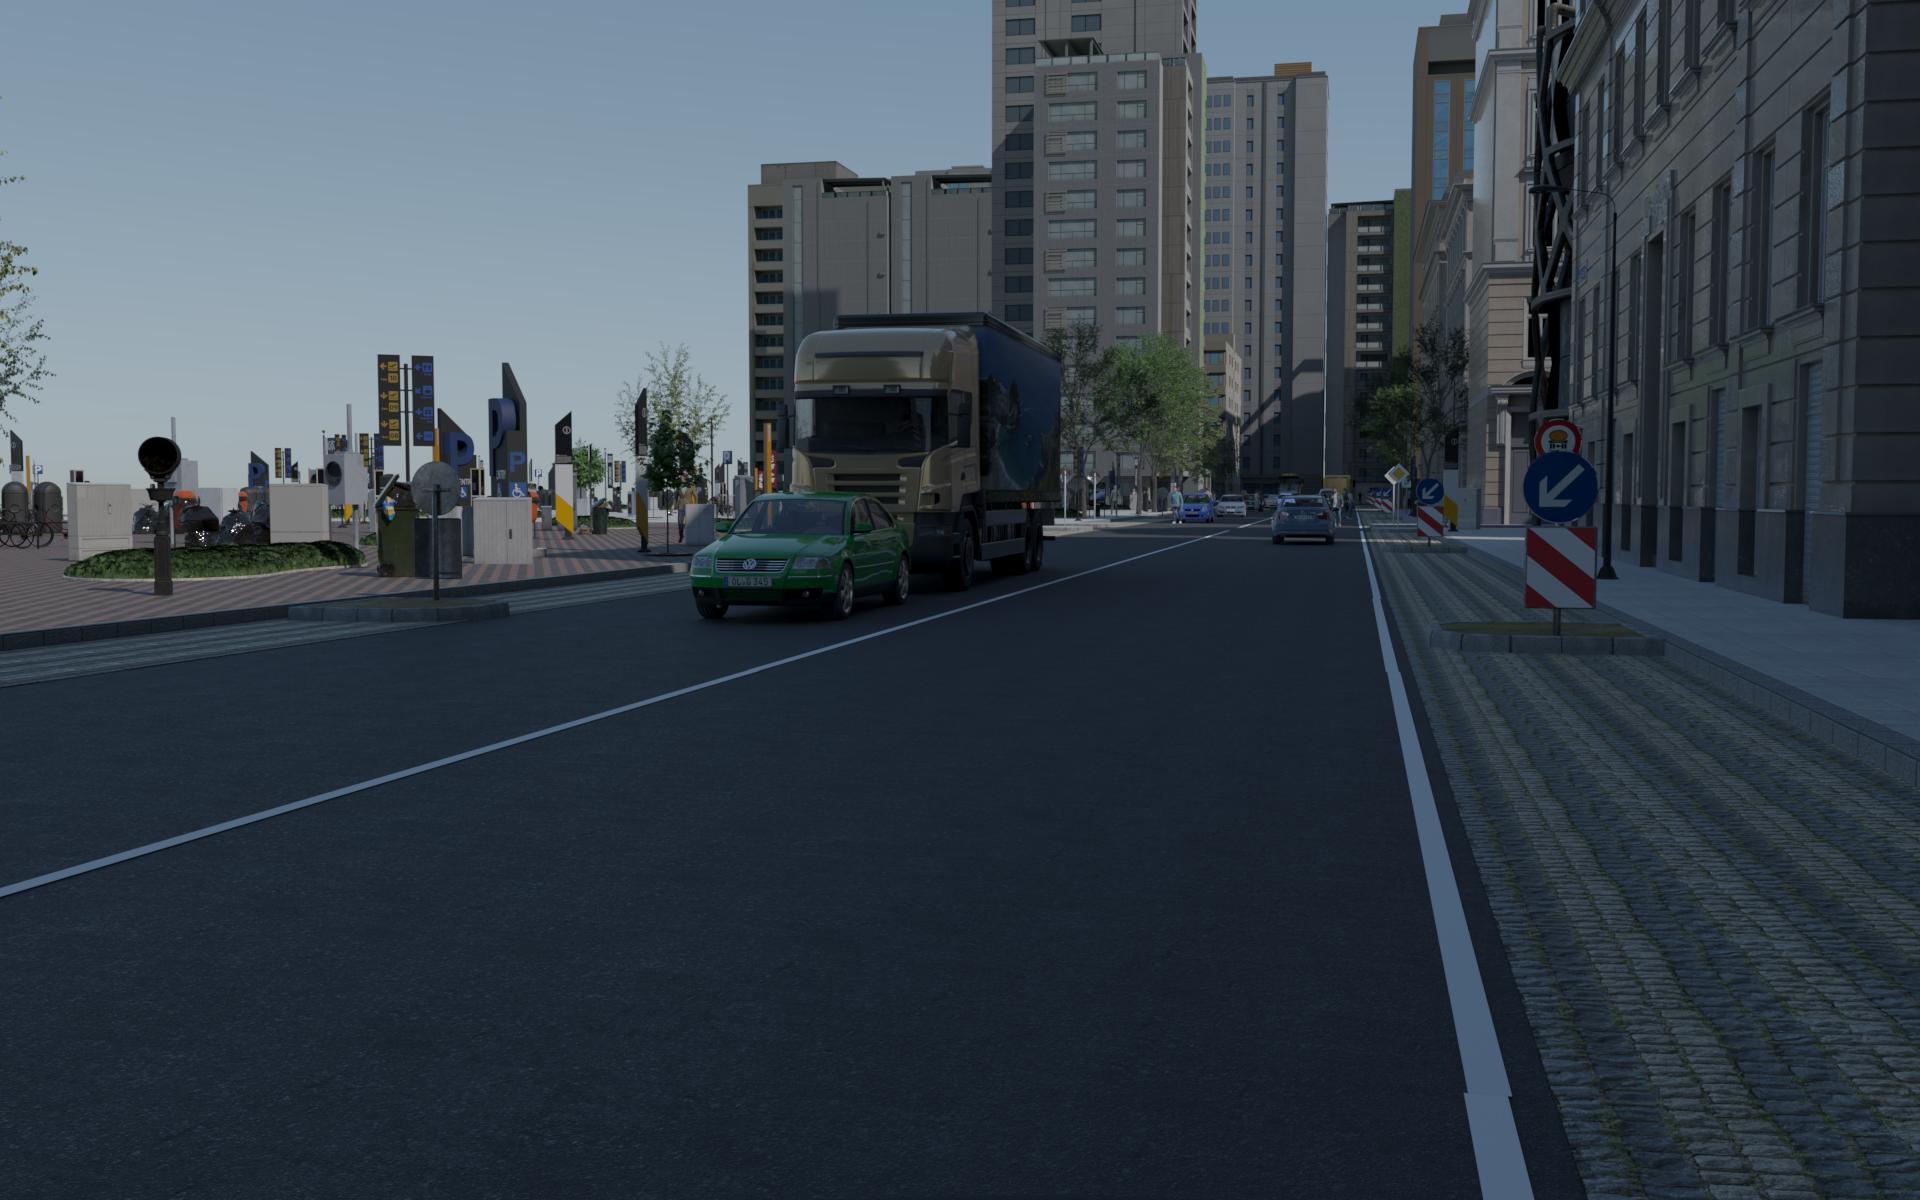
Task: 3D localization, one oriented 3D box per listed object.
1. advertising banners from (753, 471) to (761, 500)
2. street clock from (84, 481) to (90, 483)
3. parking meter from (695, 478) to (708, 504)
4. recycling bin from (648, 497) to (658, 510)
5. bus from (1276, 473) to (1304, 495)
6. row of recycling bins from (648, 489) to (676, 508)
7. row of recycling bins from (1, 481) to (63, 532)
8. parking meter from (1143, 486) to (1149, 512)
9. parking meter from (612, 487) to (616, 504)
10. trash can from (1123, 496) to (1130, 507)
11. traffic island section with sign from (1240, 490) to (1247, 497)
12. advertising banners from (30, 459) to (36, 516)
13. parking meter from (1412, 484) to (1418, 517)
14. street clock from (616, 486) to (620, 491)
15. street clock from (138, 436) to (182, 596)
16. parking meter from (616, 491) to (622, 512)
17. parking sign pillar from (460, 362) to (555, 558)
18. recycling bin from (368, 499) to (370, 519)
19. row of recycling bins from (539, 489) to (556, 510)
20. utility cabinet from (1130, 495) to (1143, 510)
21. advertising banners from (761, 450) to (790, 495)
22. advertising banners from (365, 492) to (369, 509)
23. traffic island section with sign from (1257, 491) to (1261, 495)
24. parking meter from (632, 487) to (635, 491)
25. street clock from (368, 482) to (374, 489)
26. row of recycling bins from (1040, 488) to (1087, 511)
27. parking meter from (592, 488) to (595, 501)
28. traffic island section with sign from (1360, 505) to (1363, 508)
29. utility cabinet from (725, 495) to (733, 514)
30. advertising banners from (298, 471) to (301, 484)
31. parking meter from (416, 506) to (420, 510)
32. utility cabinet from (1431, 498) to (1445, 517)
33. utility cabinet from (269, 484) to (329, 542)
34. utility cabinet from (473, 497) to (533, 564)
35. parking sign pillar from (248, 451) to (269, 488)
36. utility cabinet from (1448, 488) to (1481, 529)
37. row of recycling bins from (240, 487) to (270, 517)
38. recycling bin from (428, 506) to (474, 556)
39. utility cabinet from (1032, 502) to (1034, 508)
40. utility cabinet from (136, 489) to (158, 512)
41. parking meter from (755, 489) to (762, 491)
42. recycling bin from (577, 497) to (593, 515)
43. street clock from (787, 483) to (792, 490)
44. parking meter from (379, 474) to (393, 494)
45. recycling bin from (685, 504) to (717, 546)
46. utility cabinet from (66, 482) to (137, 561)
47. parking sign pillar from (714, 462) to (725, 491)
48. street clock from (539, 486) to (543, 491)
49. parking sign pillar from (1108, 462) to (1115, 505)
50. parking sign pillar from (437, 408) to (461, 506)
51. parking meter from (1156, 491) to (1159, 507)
[{"bbox_3d":[-9.228,-5.076,79.182,0.090,3.025,2.074,-3,5,-43],"label":"advertising banners"},{"bbox_3d":[-47.322,-5.463,93.887,0.358,2.002,0.471,0,4,2],"label":"street clock"},{"bbox_3d":[-8.218,-3.015,55.009,0.399,1.863,0.255,1,4,18],"label":"parking meter"},{"bbox_3d":[-24.441,-7.620,137.133,0.722,1.027,0.722,3,5,41],"label":"recycling bin"},{"bbox_3d":[40.052,-13.332,209.532,2.896,3.916,12.252,1,4,14],"label":"bus"},{"bbox_3d":[-26.122,-8.956,153.549,3.534,1.692,1.069,1,4,21],"label":"row of recycling bins"},{"bbox_3d":[-31.017,-2.990,56.004,3.534,1.692,1.069,-2,4,-26],"label":"row of recycling bins"},{"bbox_3d":[13.620,-7.418,126.990,0.399,1.863,0.255,3,5,41],"label":"parking meter"},{"bbox_3d":[-29.039,-8.555,145.586,0.255,1.863,0.399,-2,4,-25],"label":"parking meter"},{"bbox_3d":[14.399,-8.471,150.148,0.748,1.137,0.748,0,3,0],"label":"trash can"},{"bbox_3d":[28.693,-10.167,174.861,1.989,1.847,2.006,1,4,13],"label":"traffic island section with sign"},{"bbox_3d":[-46.716,-5.573,87.301,0.090,3.025,2.074,-2,4,-33],"label":"advertising banners"},{"bbox_3d":[25.516,-5.586,97.034,0.255,1.863,0.399,2,4,30],"label":"parking meter"},{"bbox_3d":[-31.575,-9.510,160.050,0.471,2.002,0.358,0,4,-6],"label":"street clock"},{"bbox_3d":[-10.094,-1.060,21.895,0.471,2.002,0.358,-1,4,-14],"label":"street clock"},{"bbox_3d":[-23.918,-6.914,121.456,0.372,1.533,0.369,0,3,0],"label":"parking meter"},{"bbox_3d":[-9.097,-2.840,34.912,1.447,3.967,1.447,-2,4,-30],"label":"parking sign pillar"},{"bbox_3d":[-29.467,-4.588,87.563,0.722,1.027,0.722,-2,4,-32],"label":"recycling bin"},{"bbox_3d":[-32.449,-8.035,138.490,3.534,1.692,1.069,3,5,39],"label":"row of recycling bins"},{"bbox_3d":[14.503,-8.036,142.545,1.020,1.237,0.306,1,4,9],"label":"utility cabinet"},{"bbox_3d":[-6.852,-4.485,69.519,2.074,3.025,0.090,-1,4,-19],"label":"advertising banners"},{"bbox_3d":[-39.265,-7.226,114.325,0.090,3.025,2.074,0,4,-6],"label":"advertising banners"},{"bbox_3d":[34.676,-11.775,201.147,1.989,1.847,2.006,1,4,13],"label":"traffic island section with sign"},{"bbox_3d":[-28.820,-8.999,152.848,0.255,1.863,0.399,-1,4,-23],"label":"parking meter"},{"bbox_3d":[-34.371,-5.917,101.308,0.471,2.002,0.358,2,4,23],"label":"street clock"},{"bbox_3d":[7.653,-7.389,127.914,3.534,1.692,1.069,-1,4,-15],"label":"row of recycling bins"},{"bbox_3d":[-32.398,-8.982,152.571,0.399,1.863,0.255,-2,4,-31],"label":"parking meter"},{"bbox_3d":[29.886,-7.054,123.968,1.989,1.847,2.006,1,4,13],"label":"traffic island section with sign"},{"bbox_3d":[-14.554,-6.061,110.253,0.306,1.237,1.020,1,4,21],"label":"utility cabinet"},{"bbox_3d":[-50.954,-8.350,132.705,0.090,3.025,2.074,-3,5,-44],"label":"advertising banners"},{"bbox_3d":[-41.391,-7.613,132.887,0.372,1.533,0.369,0,3,0],"label":"parking meter"},{"bbox_3d":[25.626,-5.179,93.363,1.173,1.500,0.318,-1,4,-23],"label":"utility cabinet"},{"bbox_3d":[-14.046,-1.723,36.845,1.173,1.500,0.318,0,4,8],"label":"utility cabinet"},{"bbox_3d":[-8.417,-1.267,31.880,1.020,1.237,0.306,0,4,3],"label":"utility cabinet"},{"bbox_3d":[-43.668,-7.301,107.846,1.447,3.967,1.447,1,4,20],"label":"parking sign pillar"},{"bbox_3d":[18.317,-3.315,62.882,0.318,1.500,1.173,-3,5,-39],"label":"utility cabinet"},{"bbox_3d":[-39.540,-5.557,97.972,1.069,1.692,3.534,1,4,11],"label":"row of recycling bins"},{"bbox_3d":[-10.546,-1.431,35.951,0.722,1.027,0.722,1,4,12],"label":"recycling bin"},{"bbox_3d":[5.323,-7.695,136.966,1.020,1.237,0.306,1,4,20],"label":"utility cabinet"},{"bbox_3d":[-34.012,-3.895,72.367,1.173,1.500,0.318,-1,4,-9],"label":"utility cabinet"},{"bbox_3d":[-10.770,-5.146,92.549,0.372,1.533,0.369,0,3,0],"label":"parking meter"},{"bbox_3d":[-20.201,-4.935,93.242,0.722,1.027,0.722,1,4,11],"label":"recycling bin"},{"bbox_3d":[-11.186,-6.739,114.745,0.471,2.002,0.358,-2,4,-29],"label":"street clock"},{"bbox_3d":[-16.457,-2.693,49.744,0.255,1.863,0.399,1,4,12],"label":"parking meter"},{"bbox_3d":[-6.471,-1.877,43.245,0.722,1.027,0.722,0,4,-3],"label":"recycling bin"},{"bbox_3d":[-16.551,-1.509,33.356,0.318,1.500,1.173,2,4,27],"label":"utility cabinet"},{"bbox_3d":[-19.651,-9.367,141.622,1.447,3.967,1.447,1,4,14],"label":"parking sign pillar"},{"bbox_3d":[-35.436,-8.671,146.342,0.471,2.002,0.358,-1,4,-9],"label":"street clock"},{"bbox_3d":[12.524,-9.436,142.756,1.447,3.967,1.447,0,4,0],"label":"parking sign pillar"},{"bbox_3d":[-15.891,-4.057,54.800,1.447,3.967,1.447,2,4,27],"label":"parking sign pillar"},{"bbox_3d":[16.607,-8.412,145.942,0.372,1.533,0.369,0,3,0],"label":"parking meter"}]
